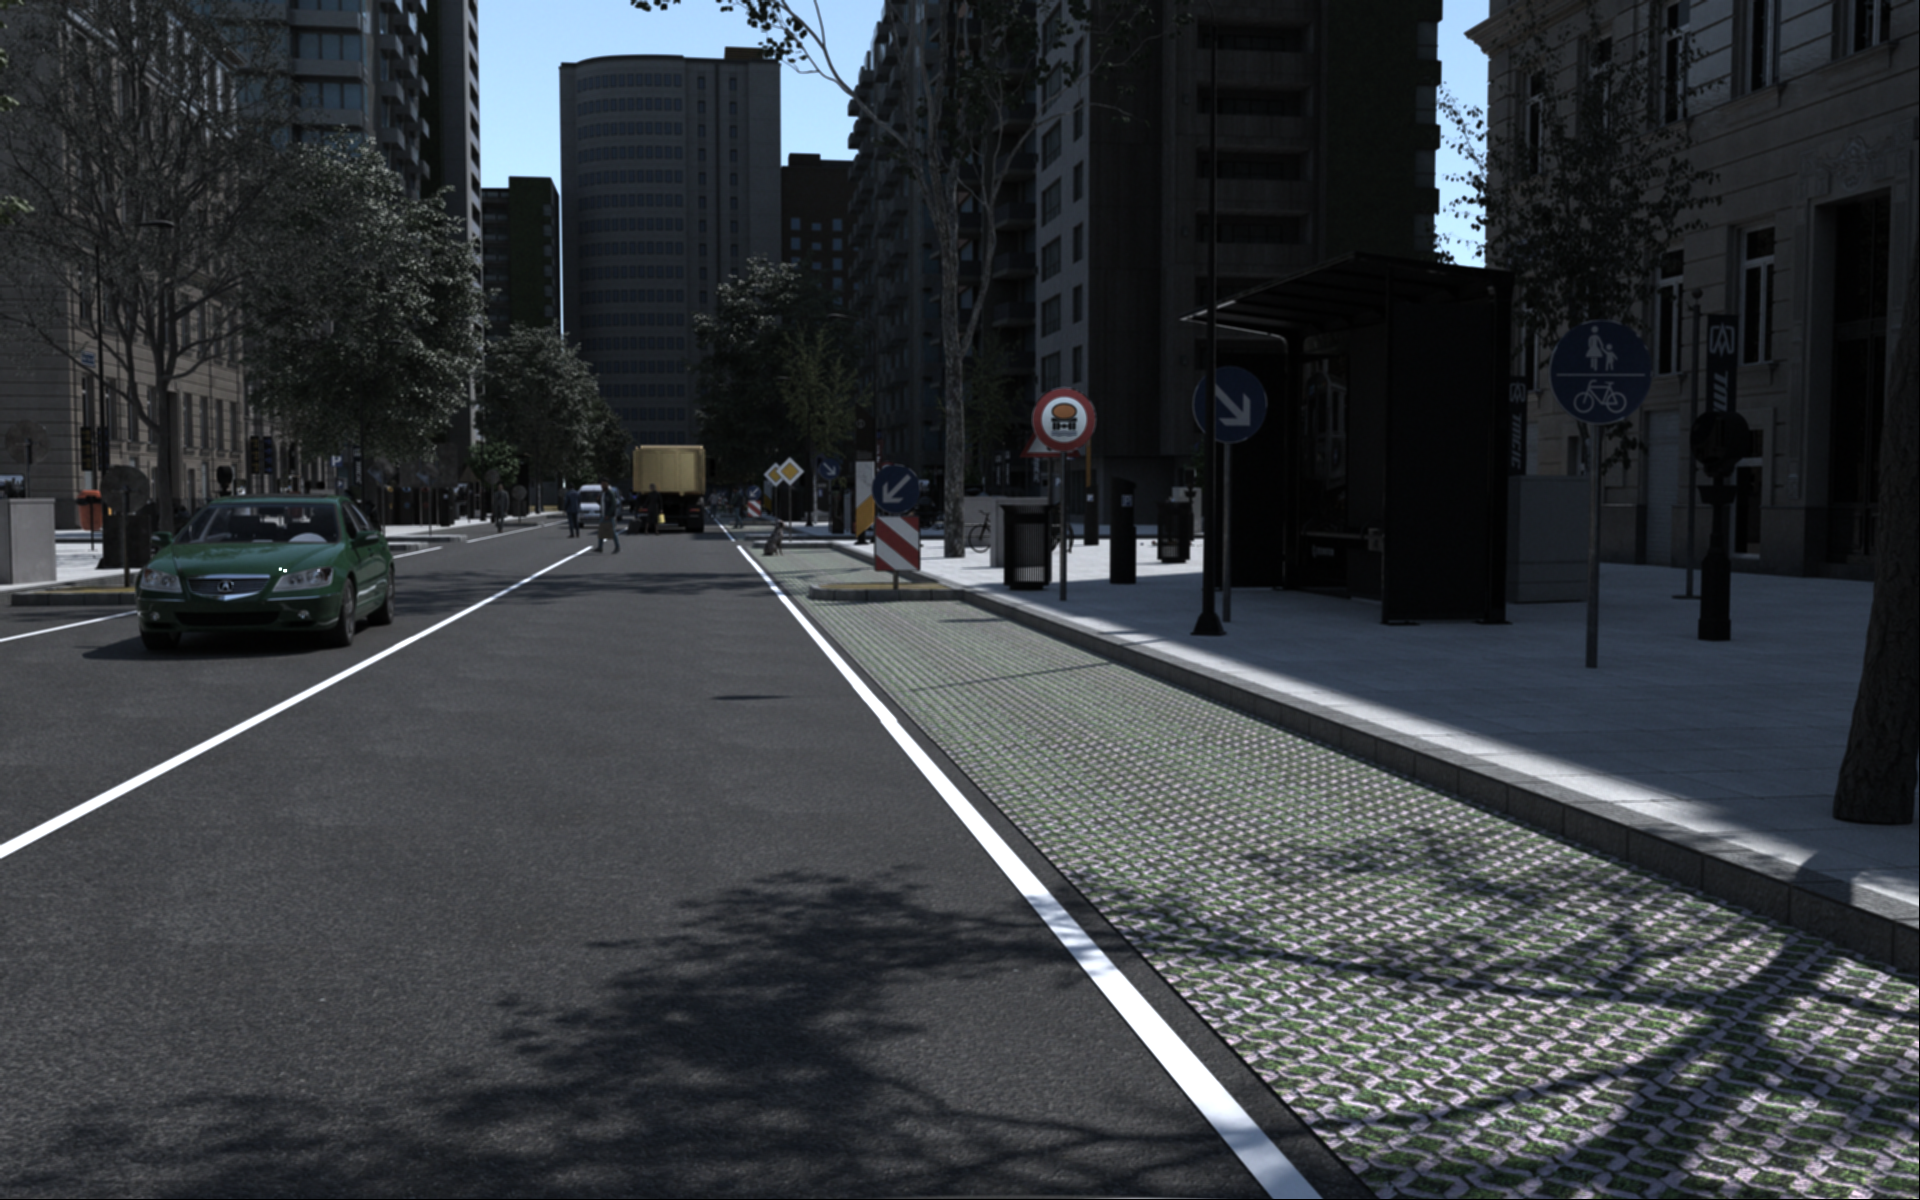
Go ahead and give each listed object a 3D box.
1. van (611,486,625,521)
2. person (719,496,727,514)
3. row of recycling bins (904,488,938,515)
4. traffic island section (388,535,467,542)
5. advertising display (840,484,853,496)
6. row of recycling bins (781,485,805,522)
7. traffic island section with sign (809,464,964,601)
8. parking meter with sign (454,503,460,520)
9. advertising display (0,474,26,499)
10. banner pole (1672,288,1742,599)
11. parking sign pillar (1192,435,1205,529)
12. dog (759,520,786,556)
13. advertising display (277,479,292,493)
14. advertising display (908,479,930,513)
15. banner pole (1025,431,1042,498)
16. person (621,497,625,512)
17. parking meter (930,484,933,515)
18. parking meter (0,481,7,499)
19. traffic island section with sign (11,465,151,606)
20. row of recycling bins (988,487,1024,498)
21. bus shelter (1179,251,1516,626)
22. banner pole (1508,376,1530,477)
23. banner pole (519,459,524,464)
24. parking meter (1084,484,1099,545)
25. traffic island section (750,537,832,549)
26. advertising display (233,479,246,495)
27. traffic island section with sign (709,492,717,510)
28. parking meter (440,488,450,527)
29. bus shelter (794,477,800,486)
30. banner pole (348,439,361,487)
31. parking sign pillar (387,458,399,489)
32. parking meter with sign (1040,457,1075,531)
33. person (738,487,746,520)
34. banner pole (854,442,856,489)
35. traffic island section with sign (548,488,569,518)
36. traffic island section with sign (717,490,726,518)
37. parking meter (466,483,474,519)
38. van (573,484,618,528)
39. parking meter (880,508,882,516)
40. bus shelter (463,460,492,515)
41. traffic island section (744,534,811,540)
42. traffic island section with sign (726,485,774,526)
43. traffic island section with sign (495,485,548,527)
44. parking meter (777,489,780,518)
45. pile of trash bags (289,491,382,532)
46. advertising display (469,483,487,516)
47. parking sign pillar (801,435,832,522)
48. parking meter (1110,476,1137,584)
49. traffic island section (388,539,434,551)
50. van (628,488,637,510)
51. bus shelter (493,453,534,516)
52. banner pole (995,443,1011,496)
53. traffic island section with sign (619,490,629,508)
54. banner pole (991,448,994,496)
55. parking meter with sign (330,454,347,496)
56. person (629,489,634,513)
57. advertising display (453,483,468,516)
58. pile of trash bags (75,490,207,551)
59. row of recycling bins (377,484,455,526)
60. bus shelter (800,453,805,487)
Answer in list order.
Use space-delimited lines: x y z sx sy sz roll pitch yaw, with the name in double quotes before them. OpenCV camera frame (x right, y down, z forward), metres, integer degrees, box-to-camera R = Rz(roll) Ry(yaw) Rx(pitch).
"van" -18.969 -5.245 92.767 2.013 2.044 4.112 -1 4 -10
"person" -17.157 -6.884 125.301 0.590 1.304 0.306 2 4 29
"row of recycling bins" -2.925 -6.062 106.231 3.534 1.692 1.069 -2 4 -33
"traffic island section" -16.169 -1.867 52.804 2.009 0.180 2.903 -1 4 -9
"advertising display" -7.130 -6.364 109.262 0.974 1.923 0.123 -3 5 -43
"row of recycling bins" -7.824 -4.605 82.407 1.069 1.692 3.534 0 4 4
"traffic island section with sign" -1.072 -0.936 23.928 1.989 1.847 2.006 -1 4 -9
"parking meter with sign" -25.700 -5.491 86.045 1.738 3.016 0.543 1 4 17
"advertising display" -30.145 -3.042 54.948 0.123 1.923 0.974 2 4 30
"banner pole" 9.183 -1.909 21.237 0.863 3.779 0.401 -1 4 -17
"parking sign pillar" 9.016 -4.616 63.946 1.447 3.967 1.447 2 4 33
"dog" -4.437 -1.429 40.202 0.800 0.831 0.513 -1 4 -8
"advertising display" -28.238 -4.129 72.730 0.123 1.923 0.974 2 4 24
"advertising display" -1.742 -4.142 72.930 0.974 1.923 0.123 -1 4 -10
"banner pole" 2.901 -4.846 69.256 0.863 3.779 0.401 0 4 1
"person" -27.766 -7.946 141.643 0.697 1.427 0.421 2 4 26
"parking meter" -1.650 -5.546 96.383 0.255 1.863 0.399 0 4 -7
"parking meter" -18.023 -1.466 32.380 0.372 1.533 0.369 0 3 0
"traffic island section with sign" -11.293 -0.891 23.189 1.989 1.847 2.006 -1 4 -9
"row of recycling bins" 2.661 -5.567 98.128 1.069 1.692 3.534 2 4 29
"bus shelter" 4.195 -1.754 19.964 1.731 3.624 6.357 -1 4 -9
"banner pole" 10.239 -2.584 32.271 0.863 3.779 0.401 -1 4 -23
"banner pole" -28.857 -7.576 113.879 0.401 3.779 0.863 1 4 14
"parking meter" 3.297 -2.142 43.441 0.372 1.533 0.369 0 3 0
"traffic island section" -4.535 -1.482 46.504 2.009 0.180 2.903 -1 4 -9
"advertising display" -31.020 -4.246 74.629 0.123 1.923 0.974 0 4 2
"traffic island section with sign" -21.304 -8.984 155.523 1.989 1.847 2.006 -1 4 -9
"parking meter" -20.316 -3.663 68.305 0.372 1.533 0.369 0 3 0
"bus shelter" -11.715 -7.819 121.764 2.014 3.302 5.546 -1 4 -9
"banner pole" -27.598 -5.444 79.028 0.863 3.779 0.401 -1 4 -20
"parking sign pillar" -30.898 -6.496 94.683 1.447 3.967 1.447 -3 5 -40
"parking meter with sign" 3.224 -3.973 61.224 1.738 3.016 0.543 3 5 45
"person" -12.210 -5.361 96.178 0.660 1.820 0.620 3 4 38
"banner pole" -4.996 -5.717 83.488 0.401 3.779 0.863 -1 4 -16
"traffic island section with sign" -23.695 -5.822 103.814 1.989 1.847 2.006 -1 4 -9
"traffic island section with sign" -13.597 -5.918 105.394 1.989 1.847 2.006 -1 4 -9
"parking meter" -25.114 -5.080 88.766 0.399 1.863 0.255 -1 4 -18
"van" -15.589 -4.094 73.946 2.013 2.044 4.112 -1 4 -8
"parking meter" -3.876 -4.873 88.090 0.372 1.533 0.369 0 3 0
"bus shelter" -29.764 -7.148 108.153 1.731 3.624 6.357 -1 4 -9
"traffic island section" -5.750 -1.964 54.396 2.009 0.180 2.903 -1 4 -9
"traffic island section with sign" -9.498 -4.289 78.752 1.989 1.847 2.006 -1 4 -9
"traffic island section with sign" -19.596 -4.192 77.171 1.989 1.847 2.006 -1 4 -9
"parking meter" -9.818 -5.250 94.246 0.372 1.533 0.369 0 3 0
"pile of trash bags" -21.217 -2.975 58.401 3.447 1.369 1.912 1 4 15
"advertising display" -27.620 -5.772 99.579 0.974 1.923 0.123 1 4 20
"parking sign pillar" -6.590 -5.573 79.595 1.447 3.967 1.447 2 4 32
"parking meter" 2.337 -1.003 24.808 0.372 1.533 0.369 0 3 0
"traffic island section" -14.955 -1.384 44.912 2.009 0.180 2.903 -1 4 -9
"van" -28.251 -9.129 153.638 2.240 2.365 5.245 -1 4 -9
"bus shelter" -26.364 -6.814 102.691 1.731 3.624 6.357 -1 4 -9
"banner pole" 2.236 -5.764 84.259 0.401 3.779 0.863 -2 4 -31
"traffic island section with sign" -35.485 -10.509 180.444 1.989 1.847 2.006 -1 4 -9
"banner pole" 1.938 -6.308 93.152 0.863 3.779 0.401 -2 4 -34
"parking meter with sign" -27.417 -4.925 76.778 0.543 3.016 1.738 0 4 -7
"person" -25.014 -7.546 131.868 0.705 1.826 1.348 -1 4 -12
"advertising display" -28.773 -5.801 100.063 0.974 1.923 0.123 -1 4 -19
"pile of trash bags" -18.523 -1.854 40.058 3.447 1.369 1.912 -2 4 -29
"row of recycling bins" -22.596 -3.936 71.464 1.069 1.692 3.534 3 5 45
"bus shelter" -8.656 -6.733 101.366 1.731 3.624 6.357 -1 4 -9
